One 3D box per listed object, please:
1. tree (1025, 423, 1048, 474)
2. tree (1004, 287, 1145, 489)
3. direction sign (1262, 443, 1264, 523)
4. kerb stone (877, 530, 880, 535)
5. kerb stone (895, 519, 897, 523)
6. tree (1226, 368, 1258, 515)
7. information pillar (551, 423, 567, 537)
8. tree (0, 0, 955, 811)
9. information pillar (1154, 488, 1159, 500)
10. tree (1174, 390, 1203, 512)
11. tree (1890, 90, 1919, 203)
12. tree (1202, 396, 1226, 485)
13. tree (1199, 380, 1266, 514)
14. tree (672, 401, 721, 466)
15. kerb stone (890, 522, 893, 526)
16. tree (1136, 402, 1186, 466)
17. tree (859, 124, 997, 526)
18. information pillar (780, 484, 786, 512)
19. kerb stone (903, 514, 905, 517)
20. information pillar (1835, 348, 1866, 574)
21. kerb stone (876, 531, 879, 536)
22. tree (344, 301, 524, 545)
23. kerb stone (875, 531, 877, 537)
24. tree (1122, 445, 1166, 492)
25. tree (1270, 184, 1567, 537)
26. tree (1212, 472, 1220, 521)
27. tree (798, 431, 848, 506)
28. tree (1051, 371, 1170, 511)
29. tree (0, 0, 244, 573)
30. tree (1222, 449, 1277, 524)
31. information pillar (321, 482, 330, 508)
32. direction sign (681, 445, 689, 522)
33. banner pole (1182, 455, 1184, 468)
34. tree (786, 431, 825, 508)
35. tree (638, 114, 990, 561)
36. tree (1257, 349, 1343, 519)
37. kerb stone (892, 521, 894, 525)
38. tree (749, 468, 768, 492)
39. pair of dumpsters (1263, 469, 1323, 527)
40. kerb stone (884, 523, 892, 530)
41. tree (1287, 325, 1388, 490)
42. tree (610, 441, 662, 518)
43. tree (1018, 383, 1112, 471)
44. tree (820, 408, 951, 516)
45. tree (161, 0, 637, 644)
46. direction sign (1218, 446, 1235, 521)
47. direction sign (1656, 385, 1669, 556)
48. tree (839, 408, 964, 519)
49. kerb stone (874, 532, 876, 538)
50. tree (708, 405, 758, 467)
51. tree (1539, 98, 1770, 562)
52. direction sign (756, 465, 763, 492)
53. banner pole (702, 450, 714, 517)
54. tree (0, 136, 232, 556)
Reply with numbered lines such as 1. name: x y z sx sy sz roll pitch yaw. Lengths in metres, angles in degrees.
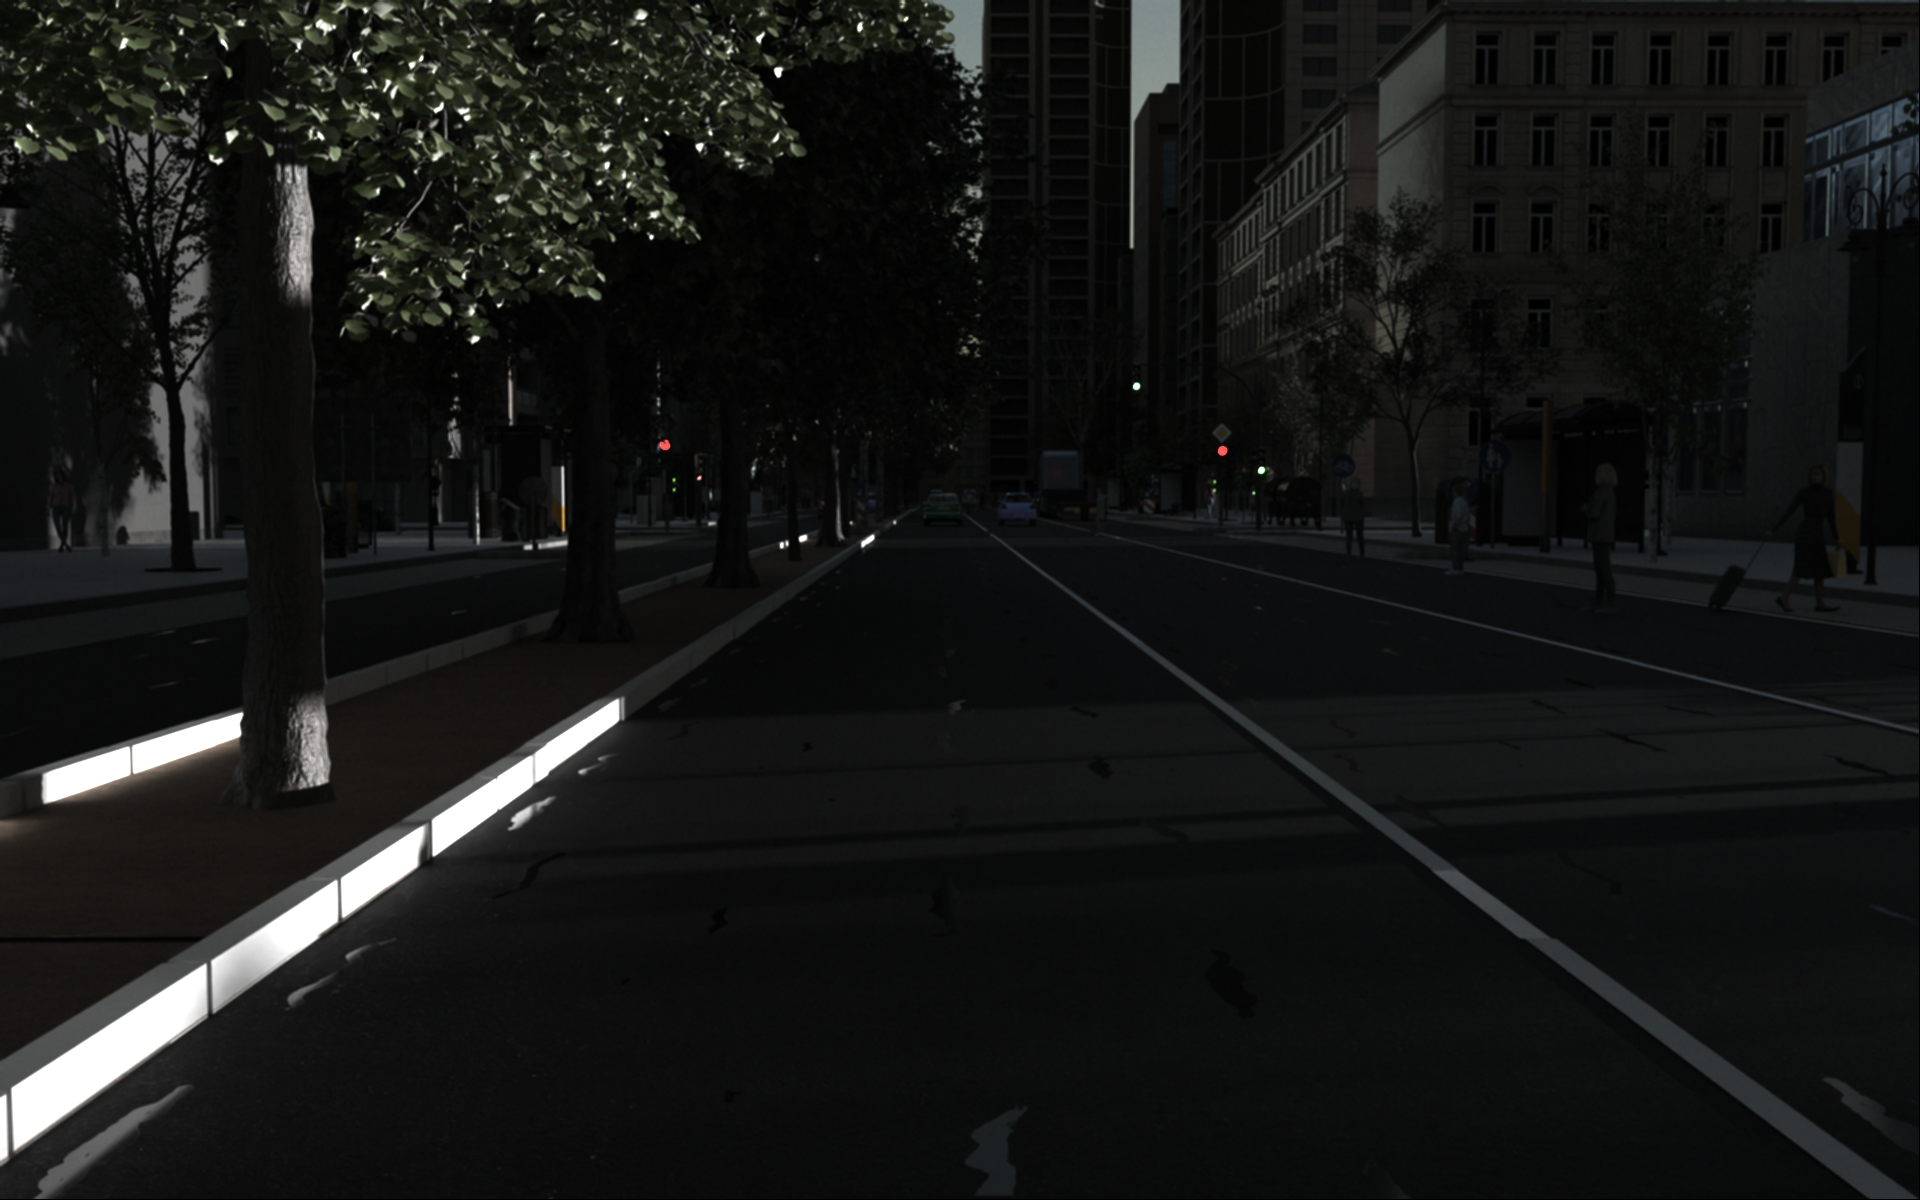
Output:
1. tree: 11.153 -17.029 212.840 7.601 10.594 8.767 -3 5 -42
2. tree: 9.777 -18.579 159.650 12.611 20.169 13.585 0 3 0
3. direction sign: 13.285 -5.175 76.615 0.379 3.537 0.876 0 4 -5
4. kerb stone: -2.827 -2.154 57.542 0.120 0.150 1.000 0 4 -1
5. kerb stone: -3.142 -3.572 80.604 0.120 0.150 1.000 0 4 -1
6. tree: 17.230 -8.780 93.913 4.360 8.622 3.978 0 3 0
7. information pillar: -12.026 -3.698 51.812 0.504 3.616 0.183 3 4 37
8. tree: -3.244 -5.351 8.067 7.486 12.596 7.792 0 3 0
9. information pillar: 13.334 -7.774 118.454 0.504 3.616 0.183 1 4 21
10. tree: 16.985 -10.510 122.199 4.360 8.622 3.978 0 3 0
11. tree: 12.904 -4.234 19.587 4.737 8.622 4.395 0 3 0
12. tree: 17.288 -9.422 104.415 4.360 8.622 3.978 0 3 0
13. tree: 17.302 -9.737 109.559 4.737 8.622 4.395 0 3 0
14. tree: -17.886 -10.299 118.744 4.360 8.622 3.978 0 3 0
15. kerb stone: -3.038 -3.133 73.446 0.120 0.150 1.000 0 4 -1
16. tree: 16.337 -11.577 139.644 4.737 8.622 4.395 0 3 0
17. tree: -5.204 -13.928 86.069 12.611 20.169 13.585 0 3 0
18. information pillar: -12.577 -7.247 122.978 0.304 2.012 0.304 -1 4 -22
19. kerb stone: -3.383 -4.700 99.041 0.120 0.150 1.000 0 4 -1
20. information pillar: 14.254 -2.224 27.723 0.504 3.616 0.183 -1 4 -23
21. kerb stone: -2.812 -2.098 56.506 0.120 0.150 1.000 0 4 -1
22. tree: -12.524 -5.726 43.980 4.360 8.622 3.978 0 3 0
23. kerb stone: -2.804 -2.036 55.484 0.120 0.150 1.000 0 4 -1
24. tree: 12.415 -8.067 115.605 4.285 4.588 4.351 0 3 0
25. tree: 13.644 -7.167 51.591 8.767 10.594 7.601 0 4 4
26. tree: 13.104 -5.472 84.073 1.663 3.219 1.824 0 3 0
27. tree: -14.980 -15.522 179.536 9.928 11.665 9.643 0 3 0
28. tree: 12.401 -11.997 130.566 7.601 10.594 8.767 -1 4 -22
29. tree: -13.059 -6.279 28.418 9.928 11.665 9.643 0 3 0
30. tree: 12.426 -4.851 73.913 1.663 3.219 1.824 0 3 0
31. information pillar: -24.833 -4.673 67.752 0.183 3.616 0.504 1 4 10
32. direction sign: -12.770 -5.402 80.327 0.379 3.537 0.876 -1 4 -15
33. banner pole: 14.243 -7.362 110.391 0.401 3.779 0.863 0 4 1
34. tree: -14.163 -13.026 163.339 4.737 8.622 4.395 0 3 0
35. tree: -3.503 -6.120 36.931 8.767 10.594 7.601 0 4 -1
36. tree: 17.642 -8.473 88.893 4.360 8.622 3.978 0 3 0
37. kerb stone: -3.068 -3.260 75.492 0.120 0.150 1.000 0 4 -1
38. tree: -14.181 -7.687 120.291 1.663 3.219 1.824 0 3 0
39. pair of dumpsters: 13.434 -4.120 69.861 1.574 2.255 4.437 0 4 -1
40. kerb stone: -3.026 -3.072 72.422 0.120 0.150 1.000 0 4 -1
41. tree: 16.716 -7.654 75.511 4.737 8.622 4.395 0 3 0
42. tree: -19.253 -7.424 105.093 4.285 4.588 4.351 0 3 0
43. tree: 11.340 -17.072 189.490 12.009 13.543 11.850 0 3 0
44. tree: -4.462 -12.349 111.024 9.857 13.997 8.962 0 3 0
45. tree: -3.600 -5.947 16.691 9.611 12.733 9.660 0 3 0
46. direction sign: 12.685 -5.533 82.469 0.876 3.537 0.379 -1 4 -19
47. direction sign: 14.602 -2.697 36.092 0.379 3.537 0.876 1 4 8
48. tree: -4.381 -11.429 99.695 12.009 13.543 11.850 0 3 0
49. kerb stone: -2.787 -1.973 54.462 0.120 0.150 1.000 0 4 -1
50. tree: -13.668 -9.639 107.955 4.737 8.622 4.395 0 3 0
51. tree: 12.966 -5.006 32.218 4.737 8.622 4.395 0 3 0
52. direction sign: -13.609 -7.677 117.522 0.379 3.537 0.876 1 4 21
53. banner pole: -14.427 -6.661 98.923 0.863 3.779 0.401 0 4 -3
54. tree: -17.436 -5.210 35.543 4.737 8.622 4.395 0 3 0
